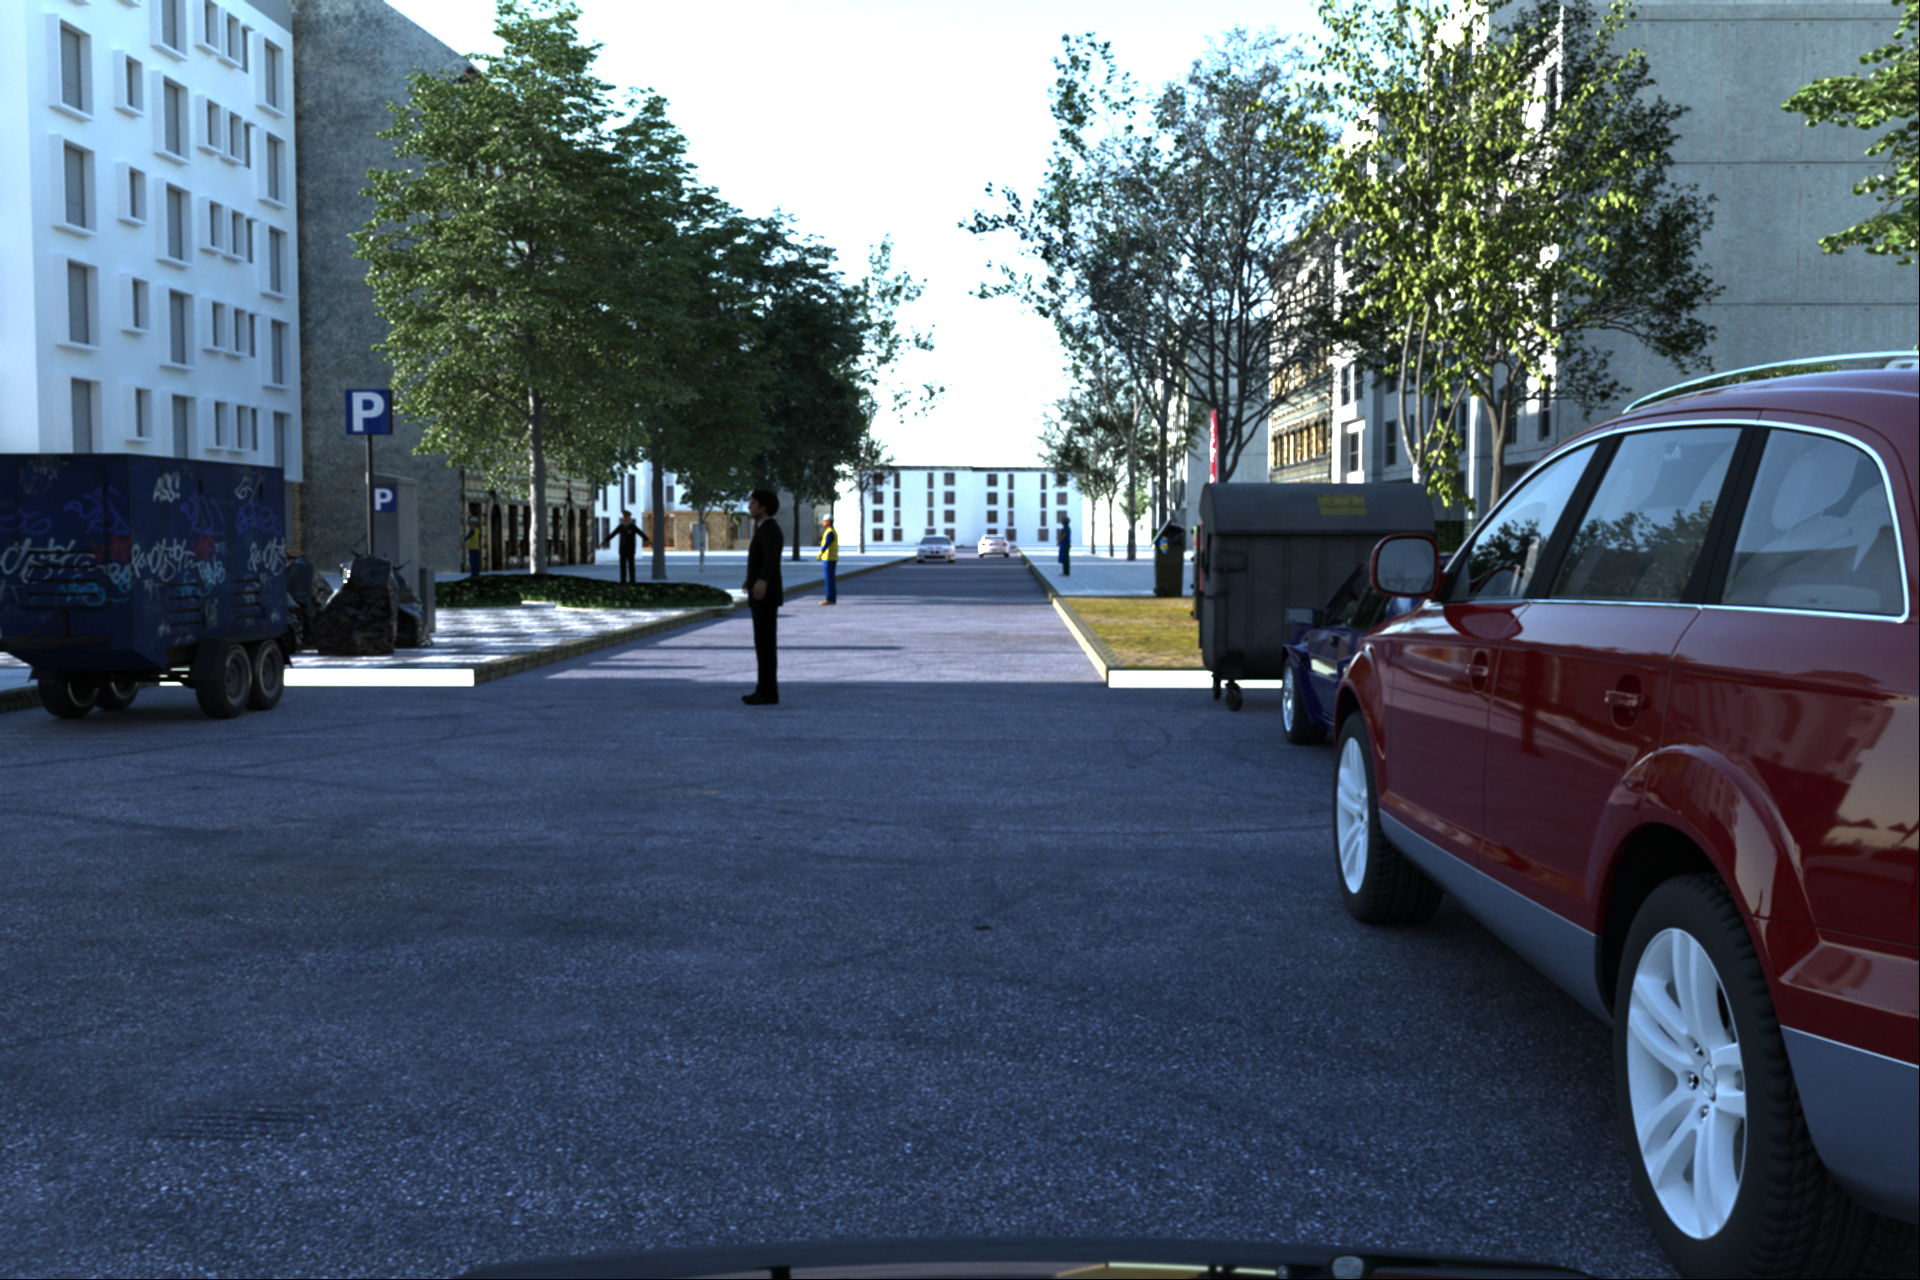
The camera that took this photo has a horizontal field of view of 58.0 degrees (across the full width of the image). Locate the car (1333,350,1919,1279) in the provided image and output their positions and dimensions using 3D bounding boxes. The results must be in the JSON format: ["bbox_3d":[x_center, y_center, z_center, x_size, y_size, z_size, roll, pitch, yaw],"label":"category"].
[{"bbox_3d":[2.411,0.239,4.760,2.281,1.827,5.304,0,4,1],"label":"car"}]

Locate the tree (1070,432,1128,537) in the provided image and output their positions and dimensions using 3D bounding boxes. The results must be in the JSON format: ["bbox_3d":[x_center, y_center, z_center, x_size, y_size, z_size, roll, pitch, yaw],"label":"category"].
[{"bbox_3d":[8.940,-10.301,118.778,4.360,8.622,3.978,0,3,0],"label":"tree"}]

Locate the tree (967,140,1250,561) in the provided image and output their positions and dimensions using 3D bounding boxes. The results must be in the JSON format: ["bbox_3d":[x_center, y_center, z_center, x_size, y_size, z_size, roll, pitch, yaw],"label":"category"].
[{"bbox_3d":[7.192,-13.954,84.037,12.611,20.169,13.585,0,3,0],"label":"tree"}]

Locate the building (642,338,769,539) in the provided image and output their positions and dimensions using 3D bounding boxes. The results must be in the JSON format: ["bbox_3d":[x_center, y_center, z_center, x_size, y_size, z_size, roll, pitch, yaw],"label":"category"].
[{"bbox_3d":[-24.760,-18.834,164.355,16.016,20.090,11.380,0,4,1],"label":"building"}]

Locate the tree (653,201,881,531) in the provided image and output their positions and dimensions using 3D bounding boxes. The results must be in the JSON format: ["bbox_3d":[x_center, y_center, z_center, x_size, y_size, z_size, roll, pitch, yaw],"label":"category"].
[{"bbox_3d":[-7.650,-9.715,65.491,9.857,13.997,8.962,0,3,0],"label":"tree"}]

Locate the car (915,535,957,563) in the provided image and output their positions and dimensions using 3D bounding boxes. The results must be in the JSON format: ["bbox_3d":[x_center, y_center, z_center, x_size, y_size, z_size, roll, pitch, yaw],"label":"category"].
[{"bbox_3d":[-1.201,-4.588,87.374,2.083,1.381,4.827,0,4,1],"label":"car"}]

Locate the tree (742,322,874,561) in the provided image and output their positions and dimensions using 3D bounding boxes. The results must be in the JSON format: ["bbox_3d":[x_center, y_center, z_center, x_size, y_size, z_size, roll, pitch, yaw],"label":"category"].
[{"bbox_3d":[-7.663,-9.557,82.020,9.928,11.665,9.643,0,3,0],"label":"tree"}]

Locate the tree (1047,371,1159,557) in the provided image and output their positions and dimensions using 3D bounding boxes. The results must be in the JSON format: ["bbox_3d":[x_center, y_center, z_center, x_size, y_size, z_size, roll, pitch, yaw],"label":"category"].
[{"bbox_3d":[8.236,-9.960,97.266,7.601,10.594,8.767,-2,4,-30],"label":"tree"}]

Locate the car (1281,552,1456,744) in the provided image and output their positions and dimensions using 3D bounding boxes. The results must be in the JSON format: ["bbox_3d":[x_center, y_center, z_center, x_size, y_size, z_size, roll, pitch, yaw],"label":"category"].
[{"bbox_3d":[3.063,0.118,10.655,1.945,1.354,3.894,0,4,1],"label":"car"}]

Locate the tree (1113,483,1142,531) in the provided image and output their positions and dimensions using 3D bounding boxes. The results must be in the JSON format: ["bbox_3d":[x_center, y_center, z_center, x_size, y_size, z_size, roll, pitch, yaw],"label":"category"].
[{"bbox_3d":[20.886,-16.066,213.046,4.737,8.622,4.395,0,3,0],"label":"tree"}]

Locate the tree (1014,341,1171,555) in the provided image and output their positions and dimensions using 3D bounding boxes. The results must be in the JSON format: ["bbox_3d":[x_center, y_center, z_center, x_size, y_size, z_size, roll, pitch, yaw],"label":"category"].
[{"bbox_3d":[8.377,-12.101,108.218,12.009,13.543,11.850,0,3,0],"label":"tree"}]

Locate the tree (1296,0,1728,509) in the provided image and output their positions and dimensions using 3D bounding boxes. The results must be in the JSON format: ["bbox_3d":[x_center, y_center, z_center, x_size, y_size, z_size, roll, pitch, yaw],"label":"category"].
[{"bbox_3d":[9.266,-5.775,28.840,7.601,10.594,8.767,-1,4,-15],"label":"tree"}]

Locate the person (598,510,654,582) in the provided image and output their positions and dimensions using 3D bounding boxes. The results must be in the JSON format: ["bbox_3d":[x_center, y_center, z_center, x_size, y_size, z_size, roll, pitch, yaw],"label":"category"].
[{"bbox_3d":[-7.783,-2.111,40.445,1.347,1.837,0.705,1,4,8],"label":"person"}]

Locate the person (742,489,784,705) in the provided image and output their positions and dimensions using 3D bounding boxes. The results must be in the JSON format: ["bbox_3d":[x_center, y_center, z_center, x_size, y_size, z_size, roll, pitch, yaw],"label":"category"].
[{"bbox_3d":[-1.685,-0.369,14.678,0.705,1.806,1.347,-1,4,-11],"label":"person"}]

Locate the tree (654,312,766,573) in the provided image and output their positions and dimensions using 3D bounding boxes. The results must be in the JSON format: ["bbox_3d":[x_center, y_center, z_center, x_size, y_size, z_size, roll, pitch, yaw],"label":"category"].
[{"bbox_3d":[-8.391,-6.477,56.260,4.737,8.622,4.395,0,3,0],"label":"tree"}]

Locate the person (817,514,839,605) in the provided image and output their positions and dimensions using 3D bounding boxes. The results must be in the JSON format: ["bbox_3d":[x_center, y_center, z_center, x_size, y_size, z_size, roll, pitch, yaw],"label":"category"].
[{"bbox_3d":[-2.672,-1.633,35.127,0.705,1.833,1.349,0,4,6],"label":"person"}]

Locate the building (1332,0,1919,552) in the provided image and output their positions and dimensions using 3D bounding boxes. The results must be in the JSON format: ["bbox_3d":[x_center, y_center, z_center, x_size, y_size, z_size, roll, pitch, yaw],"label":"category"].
[{"bbox_3d":[24.972,-11.996,62.598,16.747,18.905,31.486,0,4,1],"label":"building"}]

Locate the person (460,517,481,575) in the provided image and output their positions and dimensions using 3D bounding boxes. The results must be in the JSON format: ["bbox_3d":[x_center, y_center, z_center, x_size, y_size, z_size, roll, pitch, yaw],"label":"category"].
[{"bbox_3d":[-13.820,-2.599,48.953,0.721,1.772,1.216,1,4,8],"label":"person"}]

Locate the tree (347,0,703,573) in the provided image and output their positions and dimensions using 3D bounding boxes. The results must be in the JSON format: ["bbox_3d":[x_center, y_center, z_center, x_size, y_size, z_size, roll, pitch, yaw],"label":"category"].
[{"bbox_3d":[-9.164,-7.268,36.961,7.486,12.596,7.792,0,3,0],"label":"tree"}]

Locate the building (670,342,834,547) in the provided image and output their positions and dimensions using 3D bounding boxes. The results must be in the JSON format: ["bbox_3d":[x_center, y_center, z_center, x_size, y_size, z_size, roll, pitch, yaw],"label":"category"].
[{"bbox_3d":[-23.973,-21.795,187.272,19.493,23.208,18.063,0,4,2],"label":"building"}]

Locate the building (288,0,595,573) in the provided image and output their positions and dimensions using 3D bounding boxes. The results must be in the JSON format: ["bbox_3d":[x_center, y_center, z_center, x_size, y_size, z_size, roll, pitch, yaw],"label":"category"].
[{"bbox_3d":[-25.184,-14.314,64.966,19.493,23.208,18.063,0,4,1],"label":"building"}]

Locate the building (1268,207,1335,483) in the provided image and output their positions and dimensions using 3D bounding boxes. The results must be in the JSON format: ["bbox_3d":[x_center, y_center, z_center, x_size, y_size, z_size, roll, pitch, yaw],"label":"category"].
[{"bbox_3d":[26.765,-15.811,89.434,19.493,23.208,18.063,0,4,1],"label":"building"}]

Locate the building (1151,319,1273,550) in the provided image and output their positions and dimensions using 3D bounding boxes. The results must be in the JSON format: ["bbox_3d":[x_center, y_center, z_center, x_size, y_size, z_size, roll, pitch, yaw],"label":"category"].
[{"bbox_3d":[26.489,-17.412,151.137,16.747,18.905,31.486,0,4,1],"label":"building"}]

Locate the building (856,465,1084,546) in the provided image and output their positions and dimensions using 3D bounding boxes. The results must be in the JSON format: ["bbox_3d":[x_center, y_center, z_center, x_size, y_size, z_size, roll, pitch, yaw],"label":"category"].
[{"bbox_3d":[1.211,-16.336,211.694,28.070,9.664,9.099,0,4,-3],"label":"building"}]

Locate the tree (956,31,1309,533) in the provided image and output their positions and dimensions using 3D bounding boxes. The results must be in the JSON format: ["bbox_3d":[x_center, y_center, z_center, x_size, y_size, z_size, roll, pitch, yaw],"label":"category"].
[{"bbox_3d":[6.545,-12.906,66.901,12.611,20.169,13.585,0,3,0],"label":"tree"}]

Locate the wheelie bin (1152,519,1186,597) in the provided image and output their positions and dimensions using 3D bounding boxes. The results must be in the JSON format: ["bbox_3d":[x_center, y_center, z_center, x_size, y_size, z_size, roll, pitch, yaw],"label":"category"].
[{"bbox_3d":[4.290,-1.687,35.487,0.693,1.594,0.980,0,4,2],"label":"wheelie bin"}]

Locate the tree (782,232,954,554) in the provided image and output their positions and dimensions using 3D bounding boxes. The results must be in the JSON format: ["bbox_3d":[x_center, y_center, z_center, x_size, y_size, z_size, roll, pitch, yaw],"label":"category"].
[{"bbox_3d":[-6.450,-15.590,110.778,12.611,20.169,13.585,0,3,0],"label":"tree"}]

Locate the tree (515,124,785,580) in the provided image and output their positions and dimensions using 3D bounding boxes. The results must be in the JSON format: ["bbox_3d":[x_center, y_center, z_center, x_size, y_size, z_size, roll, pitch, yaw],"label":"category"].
[{"bbox_3d":[-8.941,-7.983,48.641,7.486,12.596,7.792,0,3,0],"label":"tree"}]

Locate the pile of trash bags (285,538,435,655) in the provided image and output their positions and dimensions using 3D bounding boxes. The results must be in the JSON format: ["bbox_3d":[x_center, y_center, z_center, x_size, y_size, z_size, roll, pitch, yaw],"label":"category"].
[{"bbox_3d":[-6.974,-0.527,18.363,1.912,1.369,3.447,0,4,3],"label":"pile of trash bags"}]

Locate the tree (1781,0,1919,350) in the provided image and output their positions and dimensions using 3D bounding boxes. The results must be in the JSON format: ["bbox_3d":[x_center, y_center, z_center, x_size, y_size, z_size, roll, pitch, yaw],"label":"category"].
[{"bbox_3d":[12.190,-6.033,16.771,7.486,12.596,7.792,0,3,0],"label":"tree"}]

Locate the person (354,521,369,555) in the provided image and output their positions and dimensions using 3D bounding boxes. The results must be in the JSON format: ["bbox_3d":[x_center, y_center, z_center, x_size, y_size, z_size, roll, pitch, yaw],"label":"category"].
[{"bbox_3d":[-17.644,-2.794,51.874,1.347,1.806,0.705,2,4,35],"label":"person"}]

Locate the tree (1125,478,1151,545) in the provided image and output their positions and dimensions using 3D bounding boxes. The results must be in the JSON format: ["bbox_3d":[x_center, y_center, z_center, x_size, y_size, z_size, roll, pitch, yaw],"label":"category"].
[{"bbox_3d":[21.791,-15.781,208.385,4.737,8.622,4.395,0,3,0],"label":"tree"}]

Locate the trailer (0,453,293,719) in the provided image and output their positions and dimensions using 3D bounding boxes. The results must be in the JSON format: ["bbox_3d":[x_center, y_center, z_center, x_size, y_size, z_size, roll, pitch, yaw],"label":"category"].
[{"bbox_3d":[-6.340,-0.367,13.042,1.471,1.999,3.904,0,4,1],"label":"trailer"}]

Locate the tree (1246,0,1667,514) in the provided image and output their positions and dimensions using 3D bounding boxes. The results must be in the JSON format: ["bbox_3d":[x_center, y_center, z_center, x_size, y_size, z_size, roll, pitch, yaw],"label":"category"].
[{"bbox_3d":[5.381,-4.212,19.222,4.737,8.622,4.395,0,3,0],"label":"tree"}]

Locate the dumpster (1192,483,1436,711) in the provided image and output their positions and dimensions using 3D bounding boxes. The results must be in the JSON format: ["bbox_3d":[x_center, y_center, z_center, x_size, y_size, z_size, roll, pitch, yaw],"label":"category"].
[{"bbox_3d":[2.925,-0.382,14.456,1.865,1.857,1.264,0,4,1],"label":"dumpster"}]

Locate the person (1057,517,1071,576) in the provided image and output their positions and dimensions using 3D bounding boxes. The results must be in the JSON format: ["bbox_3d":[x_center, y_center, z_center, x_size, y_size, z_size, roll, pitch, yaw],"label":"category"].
[{"bbox_3d":[3.187,-2.854,52.783,0.704,1.817,1.347,1,4,15],"label":"person"}]

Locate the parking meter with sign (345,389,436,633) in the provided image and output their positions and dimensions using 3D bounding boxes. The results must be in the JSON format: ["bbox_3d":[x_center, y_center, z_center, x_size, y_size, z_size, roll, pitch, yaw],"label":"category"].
[{"bbox_3d":[-7.084,-1.558,21.734,0.543,3.016,1.738,0,4,2],"label":"parking meter with sign"}]

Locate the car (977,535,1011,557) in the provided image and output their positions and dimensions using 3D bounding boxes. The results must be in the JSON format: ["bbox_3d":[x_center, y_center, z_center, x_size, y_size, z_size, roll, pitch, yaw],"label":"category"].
[{"bbox_3d":[2.106,-5.808,107.327,2.083,1.381,4.827,0,4,1],"label":"car"}]

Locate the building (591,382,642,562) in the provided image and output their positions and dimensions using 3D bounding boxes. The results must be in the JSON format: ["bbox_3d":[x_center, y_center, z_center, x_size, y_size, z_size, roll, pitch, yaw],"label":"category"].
[{"bbox_3d":[-20.960,-9.046,90.047,9.099,9.664,28.070,0,4,1],"label":"building"}]

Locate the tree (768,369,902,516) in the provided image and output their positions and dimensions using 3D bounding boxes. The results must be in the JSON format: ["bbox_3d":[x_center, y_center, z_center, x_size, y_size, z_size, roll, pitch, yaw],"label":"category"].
[{"bbox_3d":[-6.617,-9.682,92.716,7.601,10.594,8.767,-1,4,-21],"label":"tree"}]

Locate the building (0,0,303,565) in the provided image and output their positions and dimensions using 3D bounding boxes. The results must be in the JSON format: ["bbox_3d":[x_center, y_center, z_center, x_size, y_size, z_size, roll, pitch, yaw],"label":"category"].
[{"bbox_3d":[-26.316,-11.368,42.294,16.016,20.090,11.380,0,4,1],"label":"building"}]

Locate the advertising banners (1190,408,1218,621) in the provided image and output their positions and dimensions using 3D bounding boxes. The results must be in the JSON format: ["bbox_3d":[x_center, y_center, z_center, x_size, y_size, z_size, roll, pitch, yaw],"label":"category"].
[{"bbox_3d":[3.533,-1.767,25.075,0.090,3.025,2.074,0,4,0],"label":"advertising banners"}]

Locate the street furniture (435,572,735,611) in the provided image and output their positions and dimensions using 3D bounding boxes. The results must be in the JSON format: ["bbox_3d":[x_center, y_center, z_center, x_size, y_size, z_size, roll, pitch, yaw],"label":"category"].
[{"bbox_3d":[-8.388,-1.056,32.892,5.734,0.657,10.072,-2,4,-27],"label":"street furniture"}]

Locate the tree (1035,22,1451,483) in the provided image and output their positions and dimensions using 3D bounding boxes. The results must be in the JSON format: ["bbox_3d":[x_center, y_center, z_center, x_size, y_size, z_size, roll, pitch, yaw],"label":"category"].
[{"bbox_3d":[6.461,-8.027,41.610,12.009,13.543,11.850,0,3,0],"label":"tree"}]

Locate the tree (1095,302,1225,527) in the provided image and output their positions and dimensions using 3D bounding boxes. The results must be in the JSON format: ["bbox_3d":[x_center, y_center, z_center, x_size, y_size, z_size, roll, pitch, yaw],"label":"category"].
[{"bbox_3d":[6.920,-6.352,54.218,4.360,8.622,3.978,0,3,0],"label":"tree"}]

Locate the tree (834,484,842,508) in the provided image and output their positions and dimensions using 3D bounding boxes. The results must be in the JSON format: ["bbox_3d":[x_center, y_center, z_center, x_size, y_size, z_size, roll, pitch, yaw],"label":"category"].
[{"bbox_3d":[-16.265,-16.043,212.668,4.360,8.622,3.978,0,3,0],"label":"tree"}]

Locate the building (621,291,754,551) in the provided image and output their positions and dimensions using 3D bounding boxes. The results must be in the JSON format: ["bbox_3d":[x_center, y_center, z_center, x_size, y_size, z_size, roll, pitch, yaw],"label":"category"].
[{"bbox_3d":[-23.000,-17.096,135.940,16.016,20.090,11.380,0,4,1],"label":"building"}]
